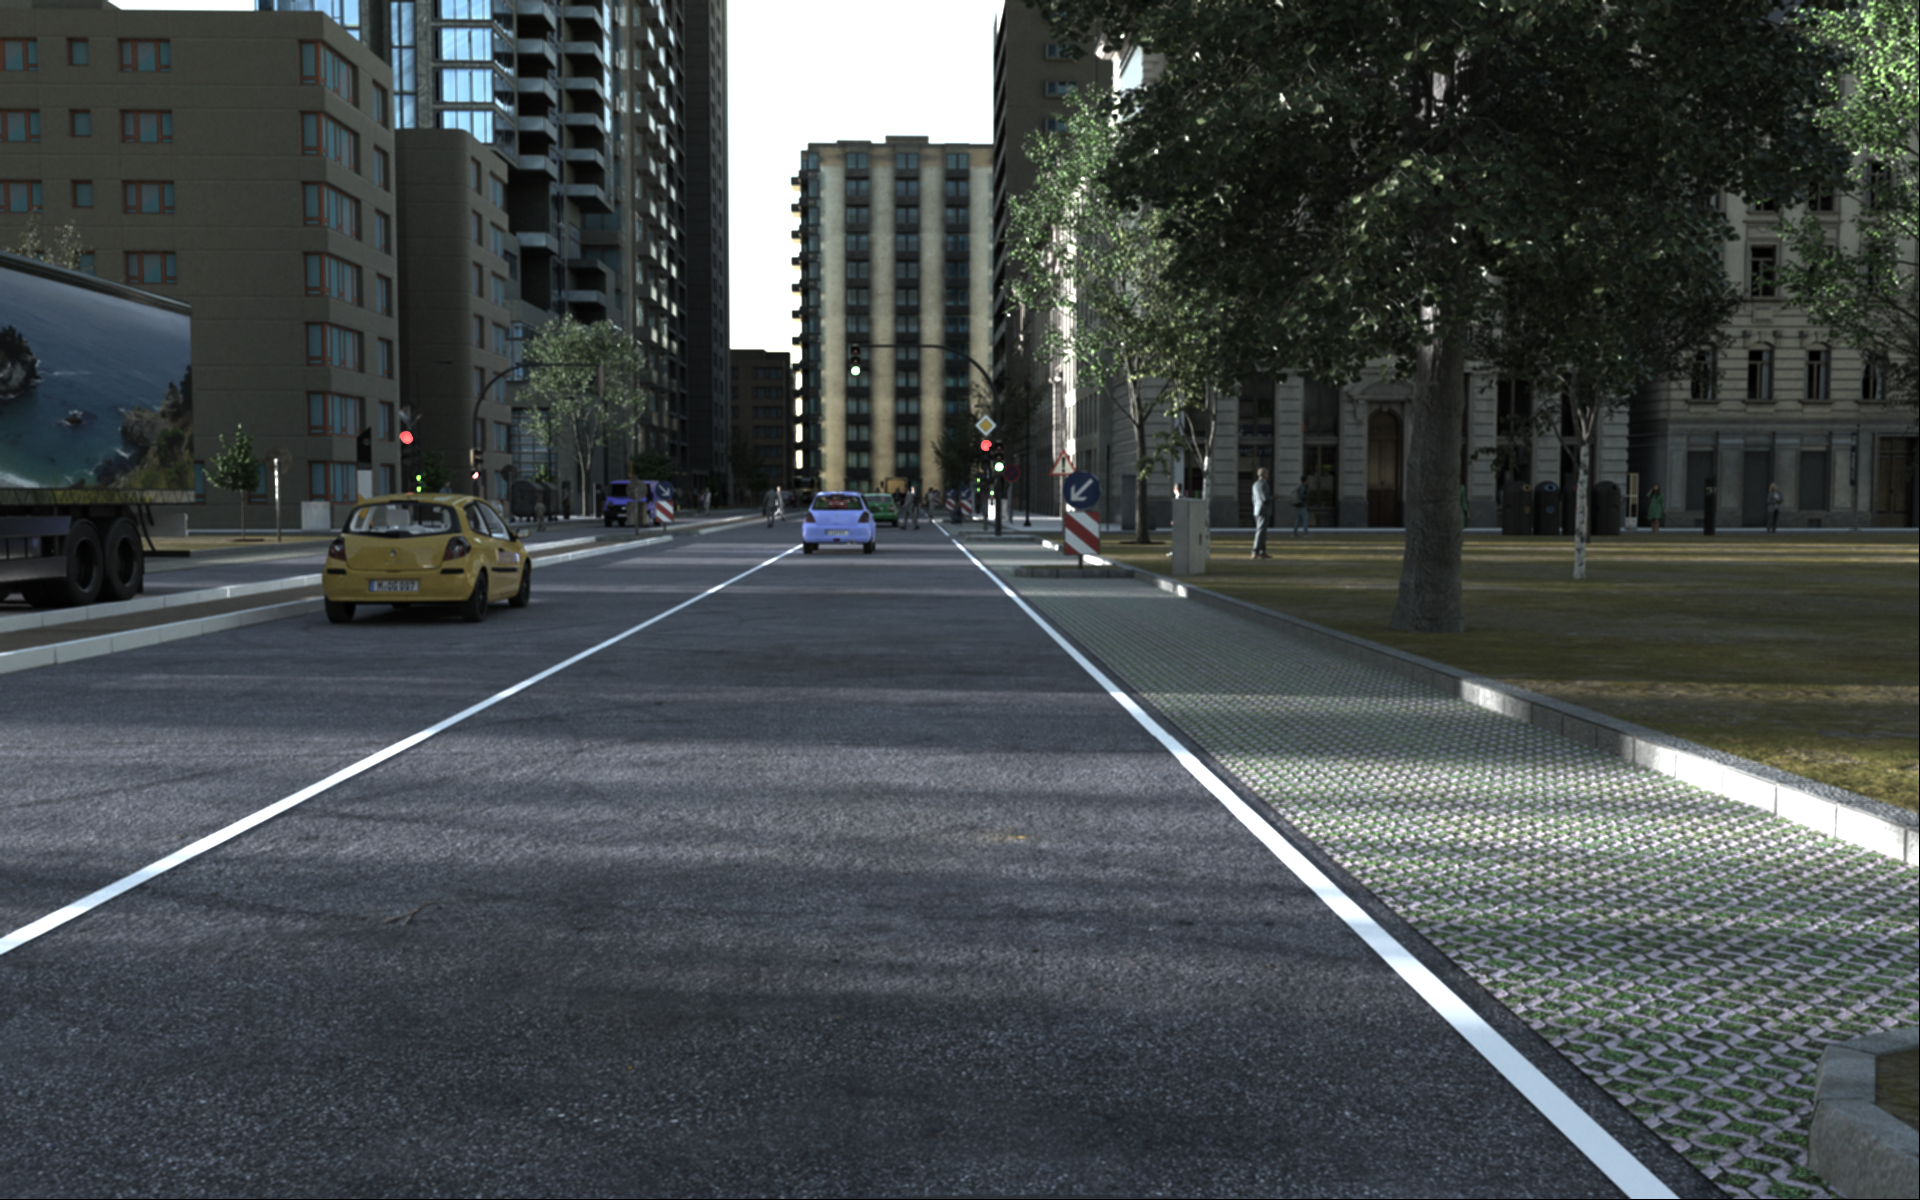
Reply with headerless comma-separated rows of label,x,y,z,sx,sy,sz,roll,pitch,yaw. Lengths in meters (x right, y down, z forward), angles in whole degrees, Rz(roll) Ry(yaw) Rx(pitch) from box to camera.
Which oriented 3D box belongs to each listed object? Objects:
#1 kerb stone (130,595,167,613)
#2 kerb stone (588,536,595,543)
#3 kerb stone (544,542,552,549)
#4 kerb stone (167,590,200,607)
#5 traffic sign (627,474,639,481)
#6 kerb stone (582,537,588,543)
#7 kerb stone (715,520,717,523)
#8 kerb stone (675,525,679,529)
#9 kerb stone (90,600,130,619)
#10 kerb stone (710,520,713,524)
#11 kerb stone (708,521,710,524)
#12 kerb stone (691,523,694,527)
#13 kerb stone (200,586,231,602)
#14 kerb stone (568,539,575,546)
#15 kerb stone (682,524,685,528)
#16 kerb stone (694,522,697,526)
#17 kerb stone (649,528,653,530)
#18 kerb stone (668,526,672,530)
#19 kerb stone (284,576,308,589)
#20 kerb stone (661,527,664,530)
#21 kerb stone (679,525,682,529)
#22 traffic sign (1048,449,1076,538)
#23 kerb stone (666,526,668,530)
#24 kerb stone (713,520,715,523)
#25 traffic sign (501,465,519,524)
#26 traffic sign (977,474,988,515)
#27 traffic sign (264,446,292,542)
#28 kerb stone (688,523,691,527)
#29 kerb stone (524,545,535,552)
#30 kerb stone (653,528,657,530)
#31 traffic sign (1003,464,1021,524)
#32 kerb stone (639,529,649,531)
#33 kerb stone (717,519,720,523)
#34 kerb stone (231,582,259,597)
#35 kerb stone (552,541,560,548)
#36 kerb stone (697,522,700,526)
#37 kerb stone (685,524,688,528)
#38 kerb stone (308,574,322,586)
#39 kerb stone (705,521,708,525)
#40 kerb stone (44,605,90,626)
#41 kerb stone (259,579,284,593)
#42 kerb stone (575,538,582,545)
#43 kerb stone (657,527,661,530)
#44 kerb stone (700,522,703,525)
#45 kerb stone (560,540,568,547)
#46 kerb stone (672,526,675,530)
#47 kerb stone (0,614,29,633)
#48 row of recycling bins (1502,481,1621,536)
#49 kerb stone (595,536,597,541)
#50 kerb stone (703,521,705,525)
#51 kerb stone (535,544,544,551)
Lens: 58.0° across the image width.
kerb stone,-10.006,0.066,21.181,0.120,0.150,1.000,0,4,-2
kerb stone,-10.961,-1.755,50.887,0.120,0.150,1.000,0,4,-2
kerb stone,-10.764,-1.376,44.751,0.120,0.150,1.000,0,4,-2
kerb stone,-10.037,0.000,22.202,0.120,0.150,1.000,0,4,-2
traffic sign,-20.843,-6.747,110.415,0.768,2.556,0.104,0,4,8
kerb stone,-10.930,-1.692,49.865,0.120,0.150,1.000,0,4,-2
kerb stone,-12.040,-3.796,84.257,0.120,0.150,1.000,0,4,-2
kerb stone,-11.581,-2.918,69.900,0.120,0.150,1.000,0,4,-2
kerb stone,-9.969,0.125,20.154,0.120,0.150,1.000,0,4,-2
kerb stone,-11.981,-3.671,82.209,0.120,0.150,1.000,0,4,-2
kerb stone,-11.947,-3.608,81.187,0.120,0.150,1.000,0,4,-2
kerb stone,-11.740,-3.231,75.026,0.120,0.150,1.000,0,4,-2
kerb stone,-10.073,-0.063,23.225,0.120,0.150,1.000,0,4,-2
kerb stone,-10.862,-1.567,47.821,0.120,0.150,1.000,0,4,-2
kerb stone,-11.642,-3.043,71.954,0.120,0.150,1.000,0,4,-2
kerb stone,-11.776,-3.293,76.057,0.120,0.150,1.000,0,4,-2
kerb stone,-11.349,-2.475,62.731,0.120,0.150,1.000,0,4,-2
kerb stone,-11.513,-2.790,67.855,0.120,0.150,1.000,0,4,-2
kerb stone,-10.174,-0.251,26.297,0.120,0.150,1.000,0,4,-2
kerb stone,-11.443,-2.667,65.806,0.120,0.150,1.000,0,4,-2
kerb stone,-11.611,-2.978,70.922,0.120,0.150,1.000,0,4,-2
traffic sign,3.014,-3.085,50.440,0.884,2.594,0.081,0,4,4
kerb stone,-11.479,-2.725,66.829,0.120,0.150,1.000,0,4,-2
kerb stone,-12.007,-3.733,83.236,0.120,0.150,1.000,0,4,-2
traffic sign,-19.382,-4.557,74.610,0.768,2.556,0.104,0,4,3
traffic sign,1.442,-6.591,107.873,0.768,2.556,0.104,0,4,6
traffic sign,-18.168,-2.816,46.146,0.768,2.556,0.104,0,4,7
kerb stone,-11.706,-3.169,74.004,0.120,0.150,1.000,0,4,-2
kerb stone,-10.695,-1.254,42.692,0.120,0.150,1.000,0,4,-2
kerb stone,-11.374,-2.542,63.755,0.120,0.150,1.000,0,4,-2
traffic sign,2.206,-4.521,74.030,0.768,2.556,0.104,0,4,7
kerb stone,-11.308,-2.416,61.696,0.120,0.150,1.000,0,4,-2
kerb stone,-12.072,-3.858,85.281,0.120,0.150,1.000,0,4,-2
kerb stone,-10.103,-0.126,24.251,0.120,0.150,1.000,0,4,-2
kerb stone,-10.800,-1.442,45.778,0.120,0.150,1.000,0,4,-2
kerb stone,-11.812,-3.357,77.078,0.120,0.150,1.000,0,4,-2
kerb stone,-11.677,-3.106,72.980,0.120,0.150,1.000,0,4,-2
kerb stone,-10.208,-0.313,27.319,0.120,0.150,1.000,0,4,-2
kerb stone,-11.908,-3.546,80.166,0.120,0.150,1.000,0,4,-2
kerb stone,-9.941,0.189,19.132,0.120,0.150,1.000,0,4,-2
kerb stone,-10.141,-0.186,25.276,0.120,0.150,1.000,0,4,-2
kerb stone,-10.892,-1.630,48.843,0.120,0.150,1.000,0,4,-2
kerb stone,-11.412,-2.605,64.784,0.120,0.150,1.000,0,4,-2
kerb stone,-11.834,-3.420,78.114,0.120,0.150,1.000,0,4,-2
kerb stone,-10.830,-1.500,46.800,0.120,0.150,1.000,0,4,-2
kerb stone,-11.544,-2.855,68.876,0.120,0.150,1.000,0,4,-2
kerb stone,-9.909,0.250,18.107,0.120,0.150,1.000,0,4,-2
row of recycling bins,18.723,-2.867,53.991,3.534,1.692,1.069,0,4,3
kerb stone,-10.997,-1.817,51.910,0.120,0.150,1.000,0,4,-2
kerb stone,-11.867,-3.483,79.136,0.120,0.150,1.000,0,4,-2
kerb stone,-10.726,-1.317,43.725,0.120,0.150,1.000,0,4,-2
